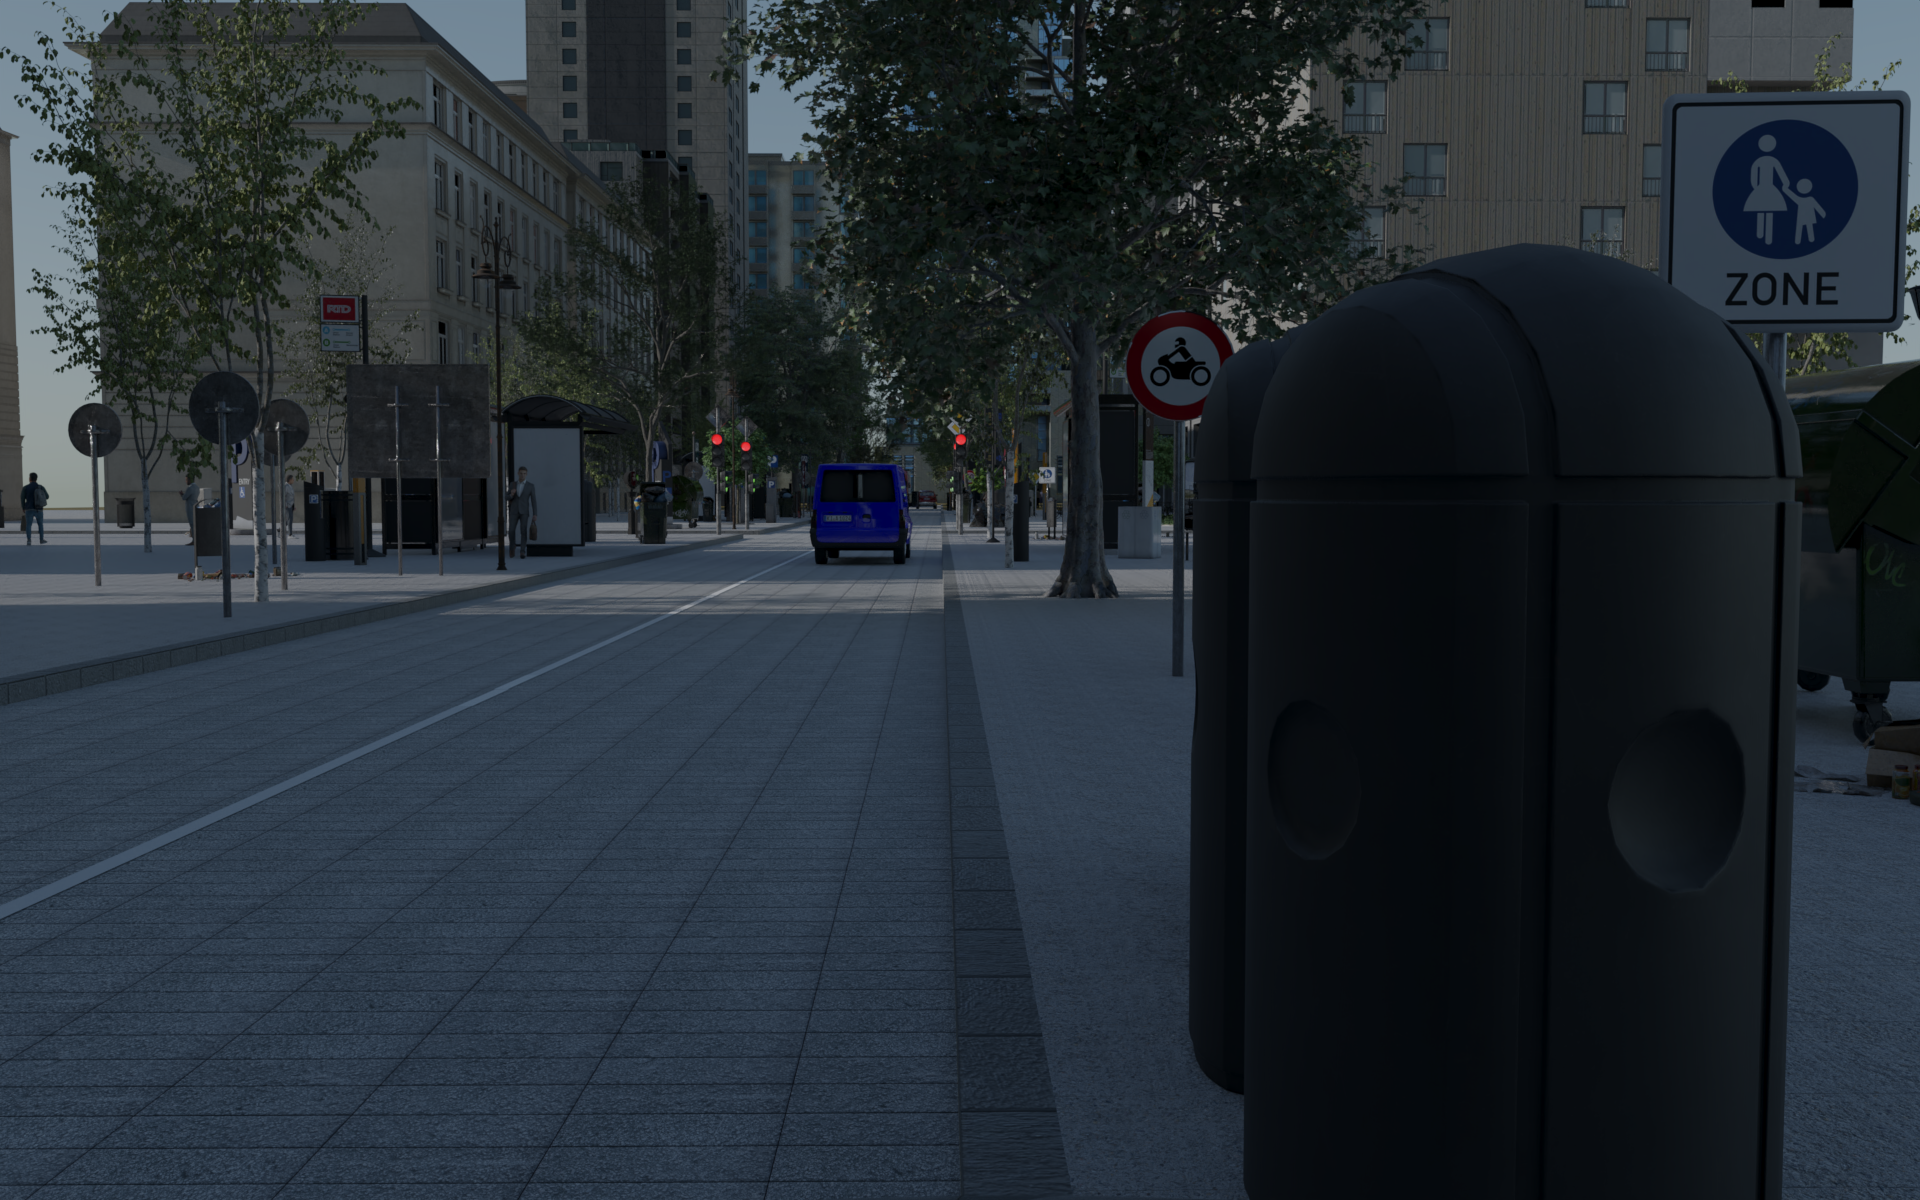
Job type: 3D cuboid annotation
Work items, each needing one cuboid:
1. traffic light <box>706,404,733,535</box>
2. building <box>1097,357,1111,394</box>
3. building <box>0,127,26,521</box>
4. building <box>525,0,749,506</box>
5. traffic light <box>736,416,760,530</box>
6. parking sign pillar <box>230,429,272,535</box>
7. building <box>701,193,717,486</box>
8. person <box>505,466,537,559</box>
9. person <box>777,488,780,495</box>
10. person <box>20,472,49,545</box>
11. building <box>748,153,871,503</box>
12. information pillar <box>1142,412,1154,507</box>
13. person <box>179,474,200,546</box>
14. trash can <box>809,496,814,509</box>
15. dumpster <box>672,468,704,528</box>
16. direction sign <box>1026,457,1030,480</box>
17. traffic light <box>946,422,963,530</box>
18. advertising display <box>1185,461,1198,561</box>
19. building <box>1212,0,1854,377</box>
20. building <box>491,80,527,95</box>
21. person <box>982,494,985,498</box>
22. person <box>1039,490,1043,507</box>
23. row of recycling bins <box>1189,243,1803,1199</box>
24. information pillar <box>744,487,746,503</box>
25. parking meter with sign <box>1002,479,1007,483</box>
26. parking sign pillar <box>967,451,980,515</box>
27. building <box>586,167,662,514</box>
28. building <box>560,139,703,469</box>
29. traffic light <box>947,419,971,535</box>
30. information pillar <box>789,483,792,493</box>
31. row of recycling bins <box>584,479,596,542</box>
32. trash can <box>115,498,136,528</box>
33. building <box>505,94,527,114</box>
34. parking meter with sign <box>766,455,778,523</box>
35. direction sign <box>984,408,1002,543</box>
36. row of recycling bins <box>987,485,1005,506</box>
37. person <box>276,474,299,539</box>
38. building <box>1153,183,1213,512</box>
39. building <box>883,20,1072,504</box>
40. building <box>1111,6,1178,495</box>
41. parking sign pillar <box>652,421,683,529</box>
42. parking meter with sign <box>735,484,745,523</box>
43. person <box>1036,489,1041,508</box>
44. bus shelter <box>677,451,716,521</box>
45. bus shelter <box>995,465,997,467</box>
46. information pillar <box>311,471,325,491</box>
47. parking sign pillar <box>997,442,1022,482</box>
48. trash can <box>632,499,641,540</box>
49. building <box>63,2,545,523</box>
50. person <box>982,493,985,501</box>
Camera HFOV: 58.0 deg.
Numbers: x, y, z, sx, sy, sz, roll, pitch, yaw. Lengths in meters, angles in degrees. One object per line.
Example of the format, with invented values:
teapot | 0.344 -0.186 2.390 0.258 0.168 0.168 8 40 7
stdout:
traffic light | -7.555 -3.999 54.298 0.839 4.253 0.868 0 4 -1
building | 19.854 -24.876 178.417 14.160 30.474 14.107 0 4 -1
building | -54.463 -14.065 79.117 18.267 20.994 9.793 0 4 -1
building | -34.081 -45.814 187.313 20.611 71.187 20.563 0 4 -1
traffic light | -7.646 -4.487 62.283 0.839 4.253 0.868 0 4 -1
parking sign pillar | -22.328 -4.026 54.298 1.447 3.967 1.447 3 5 42
building | -30.334 -23.695 159.121 14.160 30.474 14.107 0 4 -1
person | -8.748 -1.744 34.516 0.622 1.834 0.822 -1 4 -16
person | -17.399 -9.829 166.734 0.705 1.826 1.348 -3 4 -39
person | -23.141 -2.273 43.198 0.794 1.824 0.713 -1 4 -8
building | -27.875 -38.308 245.947 30.456 49.044 23.786 0 4 -1
information pillar | 4.664 -3.160 43.027 0.183 3.616 0.504 2 4 30
person | -19.244 -2.266 43.275 0.466 1.800 0.511 -1 4 -15
trash can | -11.380 -7.492 134.145 0.748 1.137 0.748 0 3 0
dumpster | -10.566 -3.851 65.464 1.502 2.255 1.985 0 4 -1
direction sign | 4.202 -7.040 107.096 0.379 3.537 0.876 1 4 14
traffic light | -0.085 -4.493 62.384 0.839 4.253 0.868 0 4 -1
advertising display | 4.655 -1.703 33.057 0.123 1.923 0.974 -3 5 -40
building | 27.973 -30.522 88.268 27.495 52.752 28.713 0 4 -1
building | -57.190 -42.926 243.843 28.212 58.520 21.231 0 4 -1
person | 2.519 -8.794 150.644 1.217 1.723 0.721 -1 4 -17
person | 8.011 -9.912 169.044 0.436 1.711 0.756 -3 5 -44
row of recycling bins | 1.070 0.173 4.292 1.069 1.692 3.534 0 4 7
information pillar | -10.095 -4.631 80.206 0.304 2.012 0.304 -1 4 -17
parking meter with sign | 2.416 -5.601 87.839 1.738 3.016 0.543 -1 4 -12
parking sign pillar | 0.803 -7.312 108.023 1.447 3.967 1.447 -2 4 -26
building | -30.887 -17.563 120.434 16.112 22.955 30.059 0 4 -1
building | -29.927 -22.834 145.044 14.160 30.474 14.107 0 4 -1
traffic light | 0.005 -4.005 54.399 0.839 4.253 0.868 0 4 -1
information pillar | -11.108 -6.729 114.508 0.304 2.012 0.304 3 4 38
row of recycling bins | -10.641 -2.334 45.270 1.069 1.692 3.534 1 4 16
trash can | -31.224 -3.251 64.815 0.748 1.137 0.748 0 3 0
building | -51.522 -33.091 191.148 14.200 45.320 14.600 0 4 -1
parking meter with sign | -8.406 -4.944 77.089 0.543 3.016 1.738 0 4 -3
direction sign | 0.878 -3.285 45.712 0.379 3.537 0.876 2 4 31
row of recycling bins | 1.943 -4.050 73.333 1.069 1.692 3.534 1 4 16
person | -19.377 -2.683 49.763 0.795 1.843 0.661 0 4 3
building | 24.664 -41.720 120.377 20.563 71.187 20.611 0 4 -1
building | 3.772 -56.956 243.897 31.000 86.520 22.319 0 4 -1
building | 24.221 -37.567 156.216 21.231 58.520 28.212 0 4 -1
parking sign pillar | -10.885 -4.575 63.271 1.447 3.967 1.447 -2 4 -25
parking meter with sign | -9.733 -4.920 76.695 0.543 3.016 1.738 0 4 -7
person | 7.012 -9.269 157.601 0.705 1.823 1.348 3 5 43
bus shelter | -12.314 -5.521 84.197 2.014 3.302 5.546 0 4 -1
bus shelter | 3.828 -8.687 133.316 1.731 3.624 6.357 0 4 -1
information pillar | -20.041 -3.033 54.085 0.304 2.012 0.304 1 4 18
parking sign pillar | 2.551 -6.198 89.803 1.447 3.967 1.447 0 4 4
trash can | -8.688 -2.222 47.985 0.748 1.137 0.748 0 3 0
building | -30.707 -15.709 90.128 16.112 22.955 30.059 0 4 -1
person | 2.497 -10.972 186.228 0.721 1.735 1.217 -1 4 -13
